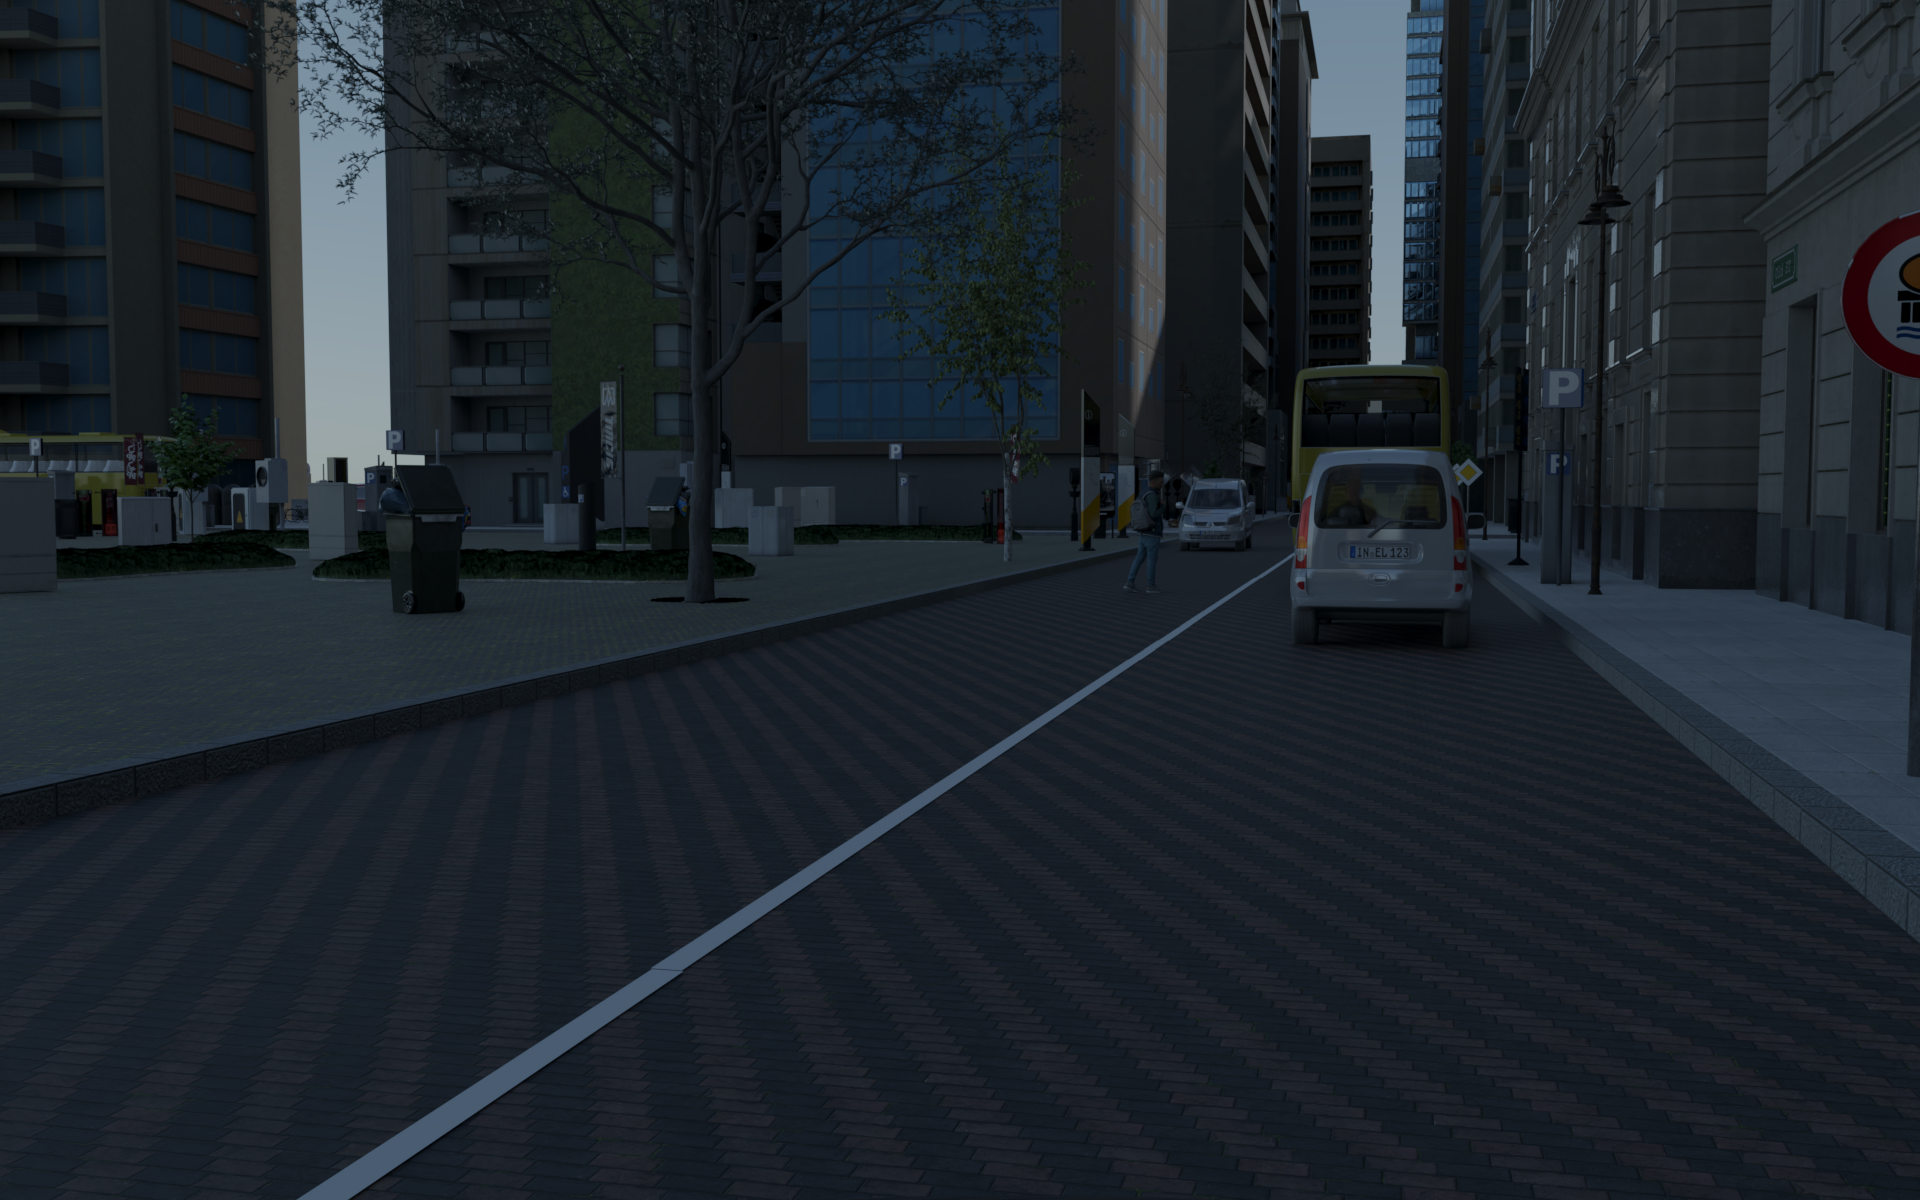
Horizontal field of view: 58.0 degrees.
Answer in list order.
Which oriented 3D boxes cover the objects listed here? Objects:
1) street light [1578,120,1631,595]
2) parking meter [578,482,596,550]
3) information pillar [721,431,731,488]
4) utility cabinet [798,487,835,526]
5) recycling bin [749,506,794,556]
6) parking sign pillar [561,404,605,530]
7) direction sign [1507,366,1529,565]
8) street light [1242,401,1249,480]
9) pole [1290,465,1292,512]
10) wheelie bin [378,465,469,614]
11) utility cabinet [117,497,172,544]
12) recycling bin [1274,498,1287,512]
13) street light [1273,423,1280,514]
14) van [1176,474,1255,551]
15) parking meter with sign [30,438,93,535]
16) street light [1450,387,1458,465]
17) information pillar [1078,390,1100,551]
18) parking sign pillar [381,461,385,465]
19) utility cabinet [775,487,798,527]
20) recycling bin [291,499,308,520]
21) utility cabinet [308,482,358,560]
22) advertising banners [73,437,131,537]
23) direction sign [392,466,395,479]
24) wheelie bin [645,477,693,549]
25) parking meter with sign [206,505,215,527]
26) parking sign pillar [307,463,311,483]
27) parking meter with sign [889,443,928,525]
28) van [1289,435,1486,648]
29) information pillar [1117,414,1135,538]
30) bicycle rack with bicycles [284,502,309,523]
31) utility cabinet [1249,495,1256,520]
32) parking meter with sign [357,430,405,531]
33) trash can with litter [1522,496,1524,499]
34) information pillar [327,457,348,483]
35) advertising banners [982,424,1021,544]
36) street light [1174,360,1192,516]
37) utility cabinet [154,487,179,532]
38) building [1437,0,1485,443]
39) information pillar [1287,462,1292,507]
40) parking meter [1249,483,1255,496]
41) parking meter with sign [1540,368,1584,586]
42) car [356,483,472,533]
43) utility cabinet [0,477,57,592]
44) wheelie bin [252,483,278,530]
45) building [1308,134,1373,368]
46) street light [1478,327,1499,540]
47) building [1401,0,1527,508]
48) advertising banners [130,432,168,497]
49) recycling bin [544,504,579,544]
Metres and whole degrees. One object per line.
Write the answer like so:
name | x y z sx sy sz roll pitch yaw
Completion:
street light | 8.106 -3.006 21.931 0.468 5.910 1.993 1 4 14
parking meter | -8.056 -1.775 37.432 0.372 1.533 0.369 0 3 0
information pillar | -8.630 -4.440 63.941 0.504 3.616 0.183 3 5 44
utility cabinet | -4.284 -2.660 52.170 1.173 1.500 0.318 3 5 40
recycling bin | -3.925 -1.436 36.038 0.722 1.027 0.722 1 4 22
parking sign pillar | -11.223 -3.856 51.519 1.447 3.967 1.447 3 4 39
direction sign | 10.084 -2.396 31.172 0.379 3.537 0.876 2 4 32
street light | 14.095 -6.929 86.069 0.468 5.910 1.993 1 4 14
pole | 23.308 -7.813 121.580 0.158 3.312 0.155 0 3 0
wheelie bin | -5.837 -0.664 18.764 0.693 1.594 0.980 3 5 42
utility cabinet | -17.686 -1.616 37.588 1.020 1.237 0.306 -3 5 -43
recycling bin | 23.394 -6.956 126.290 0.722 1.027 0.722 2 4 35
street light | 20.481 -8.531 112.262 0.468 5.910 1.993 1 4 14
van | 6.658 -2.315 44.855 2.013 2.044 4.112 1 4 13
parking meter with sign | -28.330 -3.572 54.668 0.543 3.016 1.738 2 4 28
street light | 21.340 -6.267 75.252 0.468 5.910 1.993 1 4 14
information pillar | 2.932 -2.916 39.025 0.504 3.616 0.183 -2 4 -33
parking sign pillar | -47.794 -9.473 143.358 1.447 3.967 1.447 -3 5 -42
utility cabinet | -5.292 -2.744 53.545 0.318 1.500 1.173 2 4 27
recycling bin | -32.881 -4.523 86.498 0.722 1.027 0.722 1 4 16
utility cabinet | -12.057 -1.508 33.329 1.173 1.500 0.318 3 4 37
advertising banners | -25.795 -3.440 52.427 0.090 3.025 2.074 3 4 38
direction sign | -45.326 -8.981 138.836 0.876 3.537 0.379 -1 4 -16
wheelie bin | -5.279 -1.440 31.446 0.980 1.594 0.693 2 4 25
parking meter with sign | -29.764 -4.326 66.986 1.738 3.016 0.543 0 4 2
parking sign pillar | -39.647 -7.093 104.439 1.447 3.967 1.447 1 4 9
parking meter with sign | -1.755 -3.925 60.432 0.543 3.016 1.738 2 4 32
van | 4.331 -0.652 17.677 2.013 2.044 4.112 1 4 15
information pillar | 4.841 -3.617 50.489 0.504 3.616 0.183 1 4 21
bicycle rack with bicycles | -29.120 -3.947 77.910 2.925 0.926 2.852 1 4 15
utility cabinet | 14.386 -4.529 85.203 0.306 1.237 1.020 1 4 11
parking meter with sign | -15.622 -3.069 46.444 0.543 3.016 1.738 1 4 18
trash can with litter | 29.944 -4.921 91.518 2.233 1.210 1.678 -1 4 -21
information pillar | -12.412 -1.841 34.584 0.304 2.012 0.304 3 5 44
advertising banners | 1.056 -2.937 44.213 0.090 3.025 2.074 -2 4 -26
street light | 7.697 -5.327 59.878 0.468 5.910 1.993 1 4 14
utility cabinet | -25.834 -2.955 56.991 1.173 1.500 0.318 -1 4 -11
building | 44.632 -29.630 134.555 14.600 45.320 14.200 1 4 14
information pillar | 23.388 -8.027 122.603 0.183 3.616 0.504 -3 4 -38
parking meter | 15.395 -5.235 91.297 0.255 1.863 0.399 2 4 26
parking meter with sign | 8.616 -1.752 24.903 0.543 3.016 1.738 1 4 17
car | -19.365 -3.120 59.687 5.304 1.827 2.281 1 4 15
utility cabinet | -12.384 -0.842 22.441 0.318 1.500 1.173 2 4 35
wheelie bin | -20.137 -2.584 50.151 0.693 1.594 0.980 2 4 27
building | 42.321 -36.777 225.002 21.600 48.544 21.300 1 4 14
street light | 14.628 -4.606 48.091 0.468 5.910 1.993 1 4 14
building | 67.880 -55.351 217.655 31.000 86.520 22.319 1 4 14
advertising banners | -23.394 -3.303 50.186 0.090 3.025 2.074 0 4 -1
recycling bin | -10.250 -1.960 44.593 0.722 1.027 0.722 -3 4 -36
